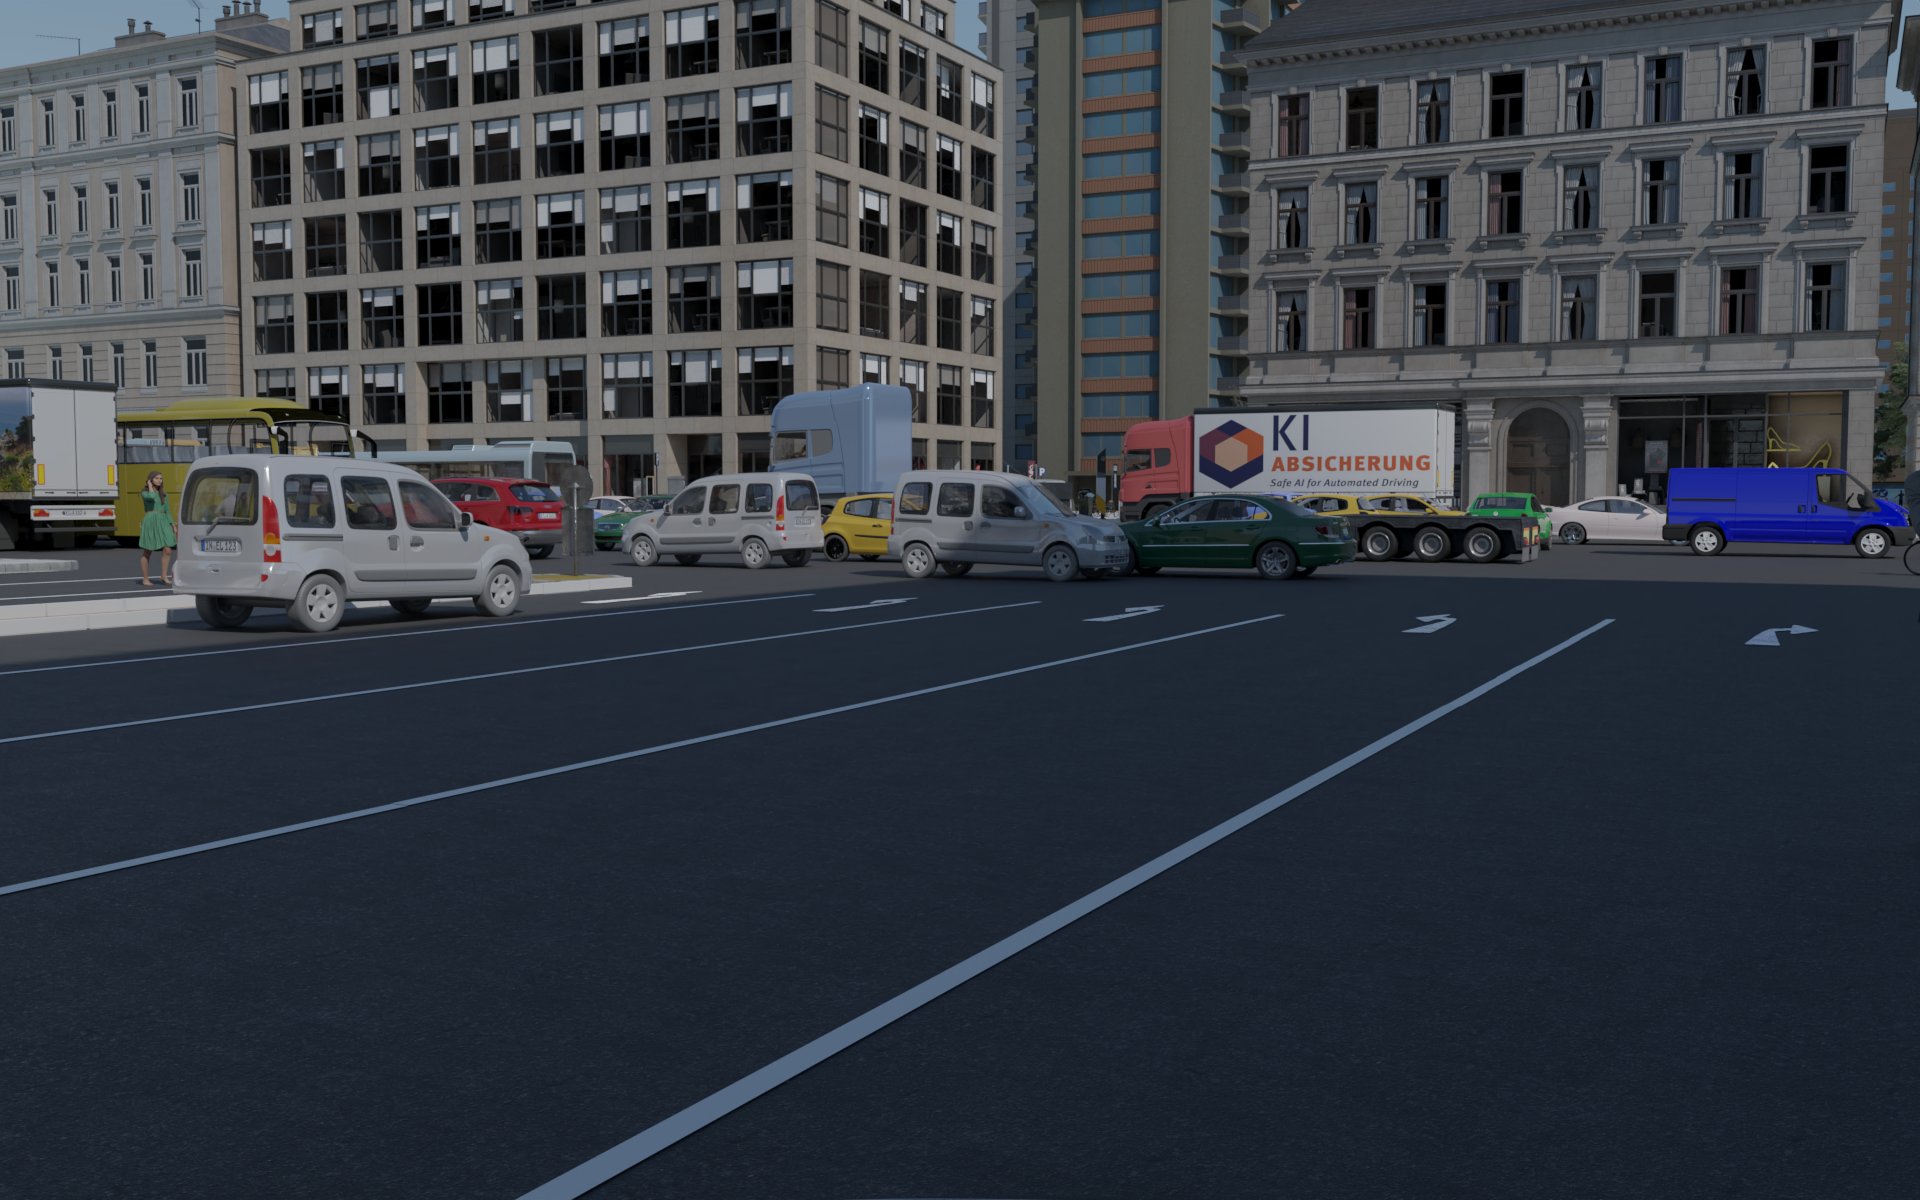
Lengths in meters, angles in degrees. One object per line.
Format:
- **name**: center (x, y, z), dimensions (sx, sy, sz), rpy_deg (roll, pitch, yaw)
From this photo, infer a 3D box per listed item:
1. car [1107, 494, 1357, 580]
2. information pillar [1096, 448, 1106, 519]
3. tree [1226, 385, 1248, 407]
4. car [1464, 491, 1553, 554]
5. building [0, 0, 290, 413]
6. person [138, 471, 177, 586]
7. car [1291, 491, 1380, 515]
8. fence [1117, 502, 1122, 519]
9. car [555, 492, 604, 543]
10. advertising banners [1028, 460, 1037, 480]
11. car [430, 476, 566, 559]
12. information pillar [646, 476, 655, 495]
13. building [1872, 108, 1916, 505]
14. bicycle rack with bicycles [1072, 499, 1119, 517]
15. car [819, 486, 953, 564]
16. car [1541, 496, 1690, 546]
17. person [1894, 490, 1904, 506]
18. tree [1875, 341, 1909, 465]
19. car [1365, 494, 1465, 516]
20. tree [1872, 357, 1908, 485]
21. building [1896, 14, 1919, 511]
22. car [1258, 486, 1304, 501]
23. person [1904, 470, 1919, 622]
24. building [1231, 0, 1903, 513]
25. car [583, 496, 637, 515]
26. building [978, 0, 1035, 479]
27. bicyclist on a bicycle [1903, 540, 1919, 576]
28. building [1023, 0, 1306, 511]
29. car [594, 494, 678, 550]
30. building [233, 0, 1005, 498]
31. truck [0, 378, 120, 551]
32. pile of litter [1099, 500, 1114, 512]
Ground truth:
- **car**: center (4.382, -1.121, 30.126), dimensions (4.920, 1.459, 2.131), rpy_deg (2, 4, 25)
- **information pillar**: center (7.133, -5.875, 87.404), dimensions (0.504, 3.616, 0.183), rpy_deg (-1, 4, -19)
- **tree**: center (18.568, -9.848, 111.371), dimensions (4.360, 8.622, 3.978), rpy_deg (0, 3, 0)
- **car**: center (13.643, -2.097, 43.079), dimensions (1.959, 1.807, 4.718), rpy_deg (2, 4, 25)
- **building**: center (-43.603, -19.122, 98.542), dimensions (20.117, 28.700, 13.634), rpy_deg (2, 4, 27)
- **person**: center (-12.598, -1.125, 27.138), dimensions (0.529, 1.795, 0.600), rpy_deg (1, 4, 21)
- **car**: center (9.670, -2.304, 47.894), dimensions (3.980, 1.641, 2.015), rpy_deg (2, 4, 29)
- **fence**: center (8.517, -4.793, 89.566), dimensions (0.480, 1.192, 2.264), rpy_deg (1, 4, 17)
- **car**: center (-12.165, -2.564, 51.506), dimensions (3.694, 1.707, 1.945), rpy_deg (2, 4, 25)
- **advertising banners**: center (3.108, -5.704, 89.452), dimensions (2.074, 3.025, 0.090), rpy_deg (-3, 4, -38)
- **car**: center (-11.130, -1.823, 38.486), dimensions (5.304, 1.827, 2.281), rpy_deg (2, 4, 28)
- **information pillar**: center (-12.766, -4.097, 71.486), dimensions (0.304, 2.012, 0.304), rpy_deg (0, 4, -3)
- **building**: center (105.033, -33.790, 202.584), dimensions (14.200, 45.320, 14.600), rpy_deg (2, 4, 27)
- **bicycle rack with bicycles**: center (7.660, -5.130, 97.259), dimensions (2.925, 0.926, 2.852), rpy_deg (-2, 4, -26)
- **car**: center (-1.038, -1.615, 36.636), dimensions (3.980, 1.641, 2.015), rpy_deg (2, 4, 26)
- **car**: center (18.839, -2.237, 48.936), dimensions (4.827, 1.381, 2.083), rpy_deg (2, 4, 27)
- **person**: center (90.623, -9.676, 166.845), dimensions (1.348, 1.807, 0.705), rpy_deg (-1, 4, -10)
- **tree**: center (60.025, -11.457, 105.454), dimensions (7.486, 12.596, 7.792), rpy_deg (0, 3, 0)
- **car**: center (13.472, -2.508, 51.229), dimensions (3.980, 1.641, 2.015), rpy_deg (2, 4, 29)
- **tree**: center (75.251, -13.116, 136.506), dimensions (6.751, 12.117, 7.091), rpy_deg (0, 3, 0)
- **building**: center (40.666, -11.651, 55.128), dimensions (19.286, 19.102, 10.561), rpy_deg (2, 4, 27)
- **car**: center (9.794, -2.623, 52.483), dimensions (1.945, 1.707, 3.694), rpy_deg (2, 4, 28)
- **person**: center (4.166, 0.081, 6.978), dimensions (0.655, 1.846, 0.447), rpy_deg (0, 4, -1)
- **building**: center (14.035, -13.315, 68.610), dimensions (40.483, 20.767, 10.553), rpy_deg (2, 4, 27)
- **car**: center (-11.177, -2.761, 57.496), dimensions (4.827, 1.381, 2.083), rpy_deg (2, 4, 26)
- **building**: center (17.193, -38.755, 175.651), dimensions (28.212, 58.520, 21.231), rpy_deg (2, 4, 27)
- **bicyclist on a bicycle**: center (17.256, -1.221, 29.981), dimensions (1.625, 1.676, 1.499), rpy_deg (2, 4, 28)
- **building**: center (17.554, -29.722, 140.582), dimensions (22.147, 44.769, 28.867), rpy_deg (2, 4, 27)
- **car**: center (-7.729, -2.041, 45.163), dimensions (2.131, 1.459, 4.920), rpy_deg (2, 4, 26)
- **building**: center (-17.285, -17.426, 89.432), dimensions (34.151, 26.468, 19.350), rpy_deg (2, 4, 27)
- **truck**: center (-26.764, -3.449, 45.300), dimensions (11.283, 4.237, 2.839), rpy_deg (2, 4, 27)
- **pile of litter**: center (10.446, -6.572, 121.414), dimensions (1.719, 0.858, 1.176), rpy_deg (3, 5, 40)
